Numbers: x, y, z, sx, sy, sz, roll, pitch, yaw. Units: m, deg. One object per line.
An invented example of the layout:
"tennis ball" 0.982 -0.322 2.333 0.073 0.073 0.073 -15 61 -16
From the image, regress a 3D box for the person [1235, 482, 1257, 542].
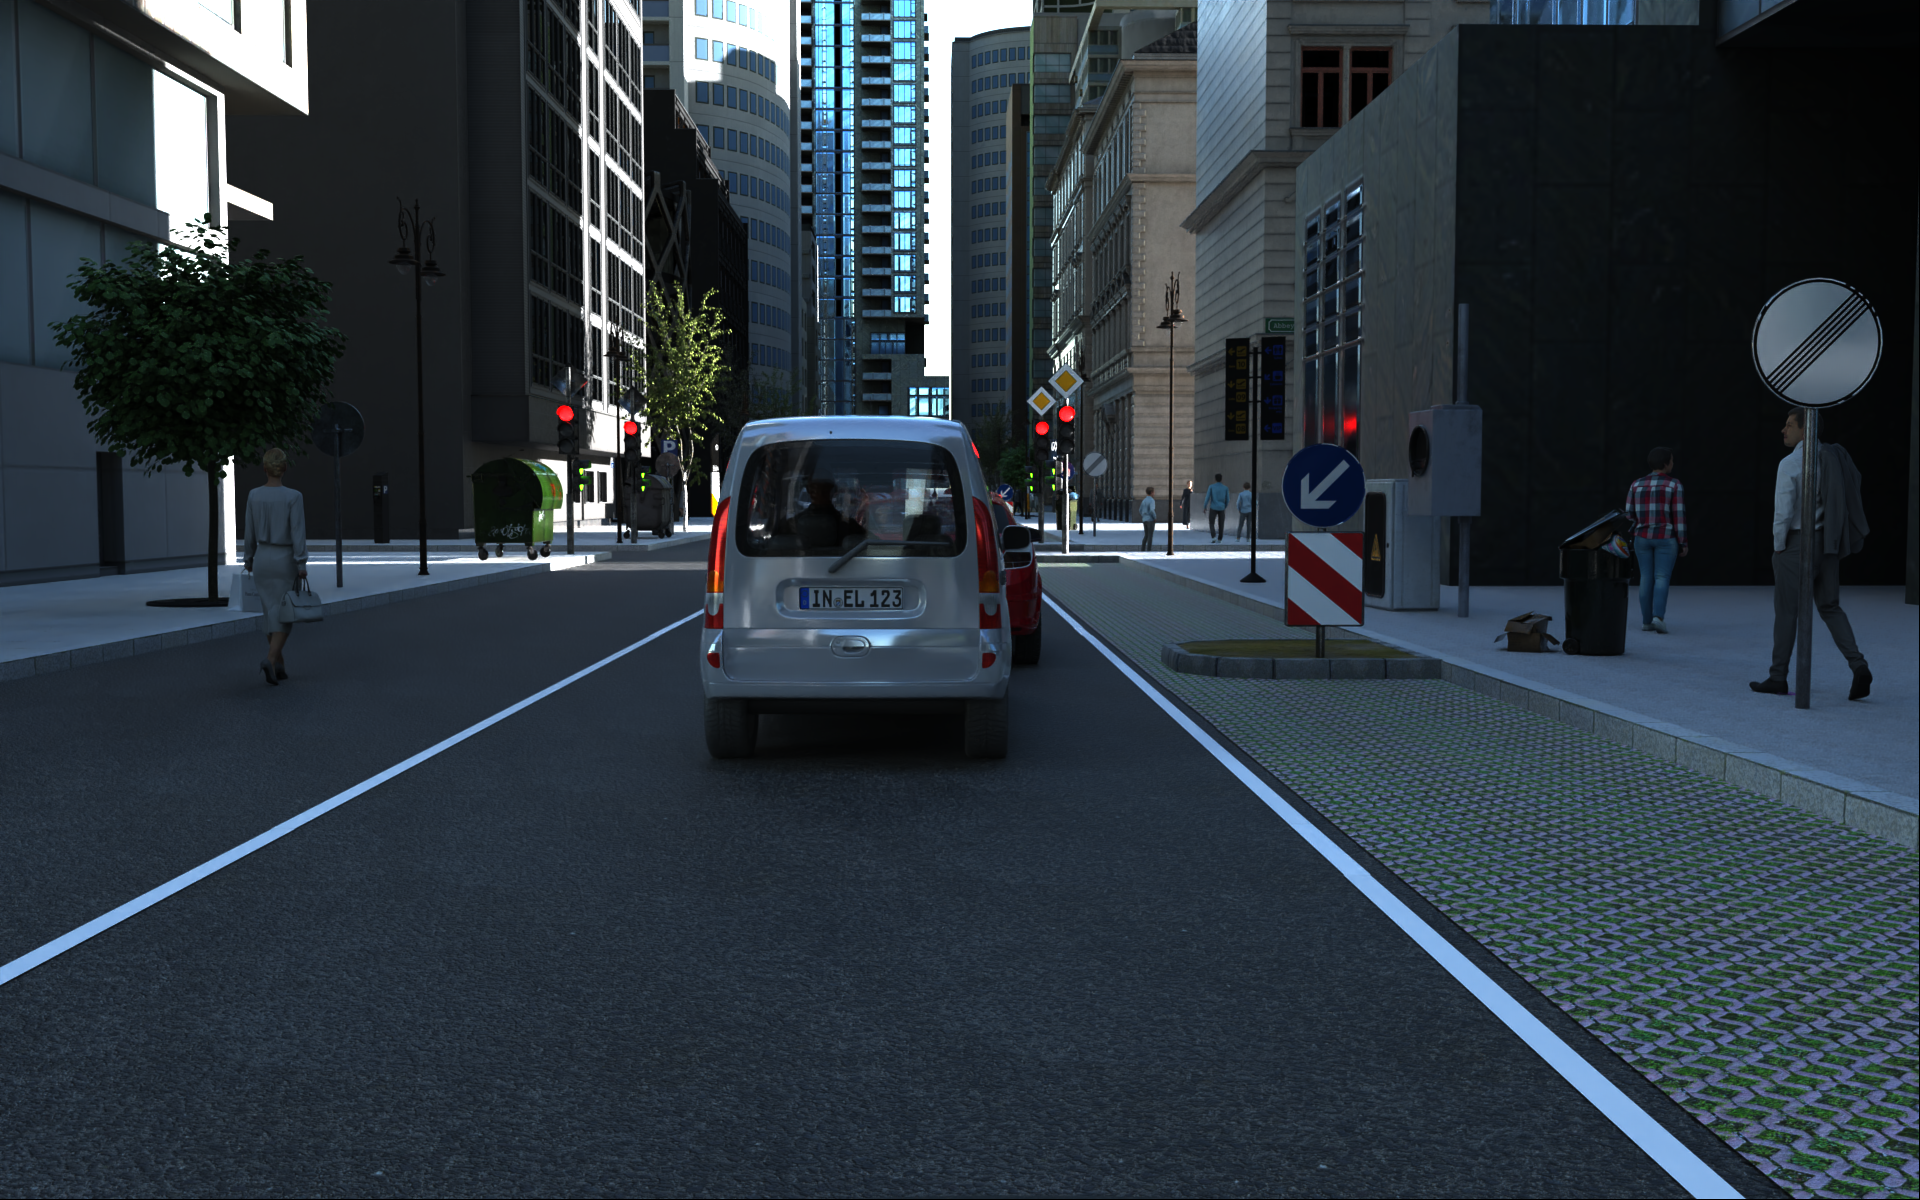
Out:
"person" 7.659 -2.353 46.332 0.589 1.601 0.330 1 4 11

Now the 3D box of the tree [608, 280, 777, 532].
"tree" -9.546 -6.634 58.822 4.737 8.622 4.395 0 3 0

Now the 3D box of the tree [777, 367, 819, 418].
"tree" -10.114 -9.050 98.326 4.737 8.622 4.395 0 3 0

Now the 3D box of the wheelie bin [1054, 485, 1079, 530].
"wheelie bin" 3.801 -3.289 61.676 0.980 1.594 0.693 2 4 31

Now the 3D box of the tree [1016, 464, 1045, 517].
"tree" 3.858 -6.332 98.132 1.663 3.219 1.824 0 3 0

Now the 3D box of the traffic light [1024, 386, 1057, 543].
"traffic light" 2.099 -3.438 45.133 0.839 4.253 0.868 0 4 -1

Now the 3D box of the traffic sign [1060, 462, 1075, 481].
"traffic sign" 4.067 -4.110 67.311 0.768 2.556 0.104 0 4 4

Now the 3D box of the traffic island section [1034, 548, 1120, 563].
"traffic island section" 2.286 -0.916 37.264 2.009 0.180 2.903 0 4 -1

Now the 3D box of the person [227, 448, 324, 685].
"person" -5.221 -0.261 13.120 0.694 1.780 0.624 1 4 19

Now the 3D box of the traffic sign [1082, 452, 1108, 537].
"traffic sign" 4.063 -3.187 52.210 0.768 2.556 0.104 0 3 0

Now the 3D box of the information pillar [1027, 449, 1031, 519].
"information pillar" 3.573 -6.041 90.130 0.183 3.616 0.504 1 4 11

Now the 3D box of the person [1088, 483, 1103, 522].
"person" 6.312 -4.555 80.614 0.694 1.812 0.767 0 4 -5

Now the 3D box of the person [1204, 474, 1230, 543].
"person" 6.757 -2.415 45.540 0.660 1.820 0.620 0 4 -5

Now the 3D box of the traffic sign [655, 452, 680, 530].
"traffic sign" -8.892 -3.214 52.661 0.768 2.556 0.104 0 4 4

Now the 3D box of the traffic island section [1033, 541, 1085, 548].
"traffic island section" 2.139 -1.405 45.248 2.009 0.180 2.903 0 4 -1

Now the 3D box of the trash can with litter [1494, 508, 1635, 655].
"trash can with litter" 4.866 -0.157 13.951 1.055 1.170 0.624 2 4 29

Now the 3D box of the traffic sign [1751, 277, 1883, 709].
"traffic sign" 5.049 -0.624 10.300 0.768 2.556 0.104 0 4 0

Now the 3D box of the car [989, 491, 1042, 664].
"car" -0.272 -0.427 16.022 2.155 1.783 4.494 0 4 -2

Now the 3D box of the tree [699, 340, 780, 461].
"tree" -10.501 -8.077 82.417 4.360 8.622 3.978 0 3 0

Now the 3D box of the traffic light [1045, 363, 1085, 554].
"traffic light" 2.246 -2.950 37.149 0.839 4.253 0.868 0 4 -1

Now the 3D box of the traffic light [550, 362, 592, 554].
"traffic light" -8.314 -2.937 36.940 0.839 4.253 0.868 0 4 -1

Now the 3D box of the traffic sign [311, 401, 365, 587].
"traffic sign" -8.535 -1.446 23.755 0.768 2.556 0.104 0 4 4

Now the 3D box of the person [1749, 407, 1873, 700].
"person" 5.406 -0.292 10.926 0.679 1.850 0.850 -1 4 -22

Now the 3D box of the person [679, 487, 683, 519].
"person" -14.528 -5.120 90.503 0.466 1.731 0.760 -3 5 -40

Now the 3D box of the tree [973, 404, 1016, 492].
"tree" 2.585 -11.719 141.972 4.737 8.622 4.395 0 3 0

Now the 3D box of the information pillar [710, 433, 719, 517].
"information pillar" -9.380 -4.586 66.337 0.183 3.616 0.504 1 4 23

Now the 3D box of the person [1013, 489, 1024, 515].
"person" 3.473 -6.065 105.608 0.834 1.777 0.661 1 4 9

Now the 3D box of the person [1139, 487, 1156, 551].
"person" 4.417 -1.840 40.388 0.330 1.601 0.589 -1 4 -17

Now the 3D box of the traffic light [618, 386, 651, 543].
"traffic light" -8.461 -3.425 44.924 0.839 4.253 0.868 0 4 -1

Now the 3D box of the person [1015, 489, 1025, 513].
"person" 4.033 -6.627 114.374 0.713 1.824 0.794 3 5 39

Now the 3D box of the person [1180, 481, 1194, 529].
"person" 8.441 -3.520 64.012 0.576 1.772 0.534 0 4 -2

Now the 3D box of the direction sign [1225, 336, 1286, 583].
"direction sign" 4.271 -2.026 25.128 0.876 3.537 0.379 2 4 25

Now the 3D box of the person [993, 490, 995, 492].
"person" 3.570 -10.576 179.626 0.621 1.740 0.551 -3 4 -36

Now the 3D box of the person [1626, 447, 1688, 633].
"person" 6.473 -0.566 16.132 0.643 1.720 0.563 -3 5 -42

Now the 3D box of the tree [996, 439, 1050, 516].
"tree" 3.786 -7.261 102.426 4.285 4.588 4.351 0 3 0

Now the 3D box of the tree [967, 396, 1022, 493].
"tree" 2.481 -10.908 128.712 4.360 8.622 3.978 0 3 0

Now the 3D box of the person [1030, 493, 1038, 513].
"person" 5.074 -6.944 119.804 0.641 1.798 0.478 2 4 31
